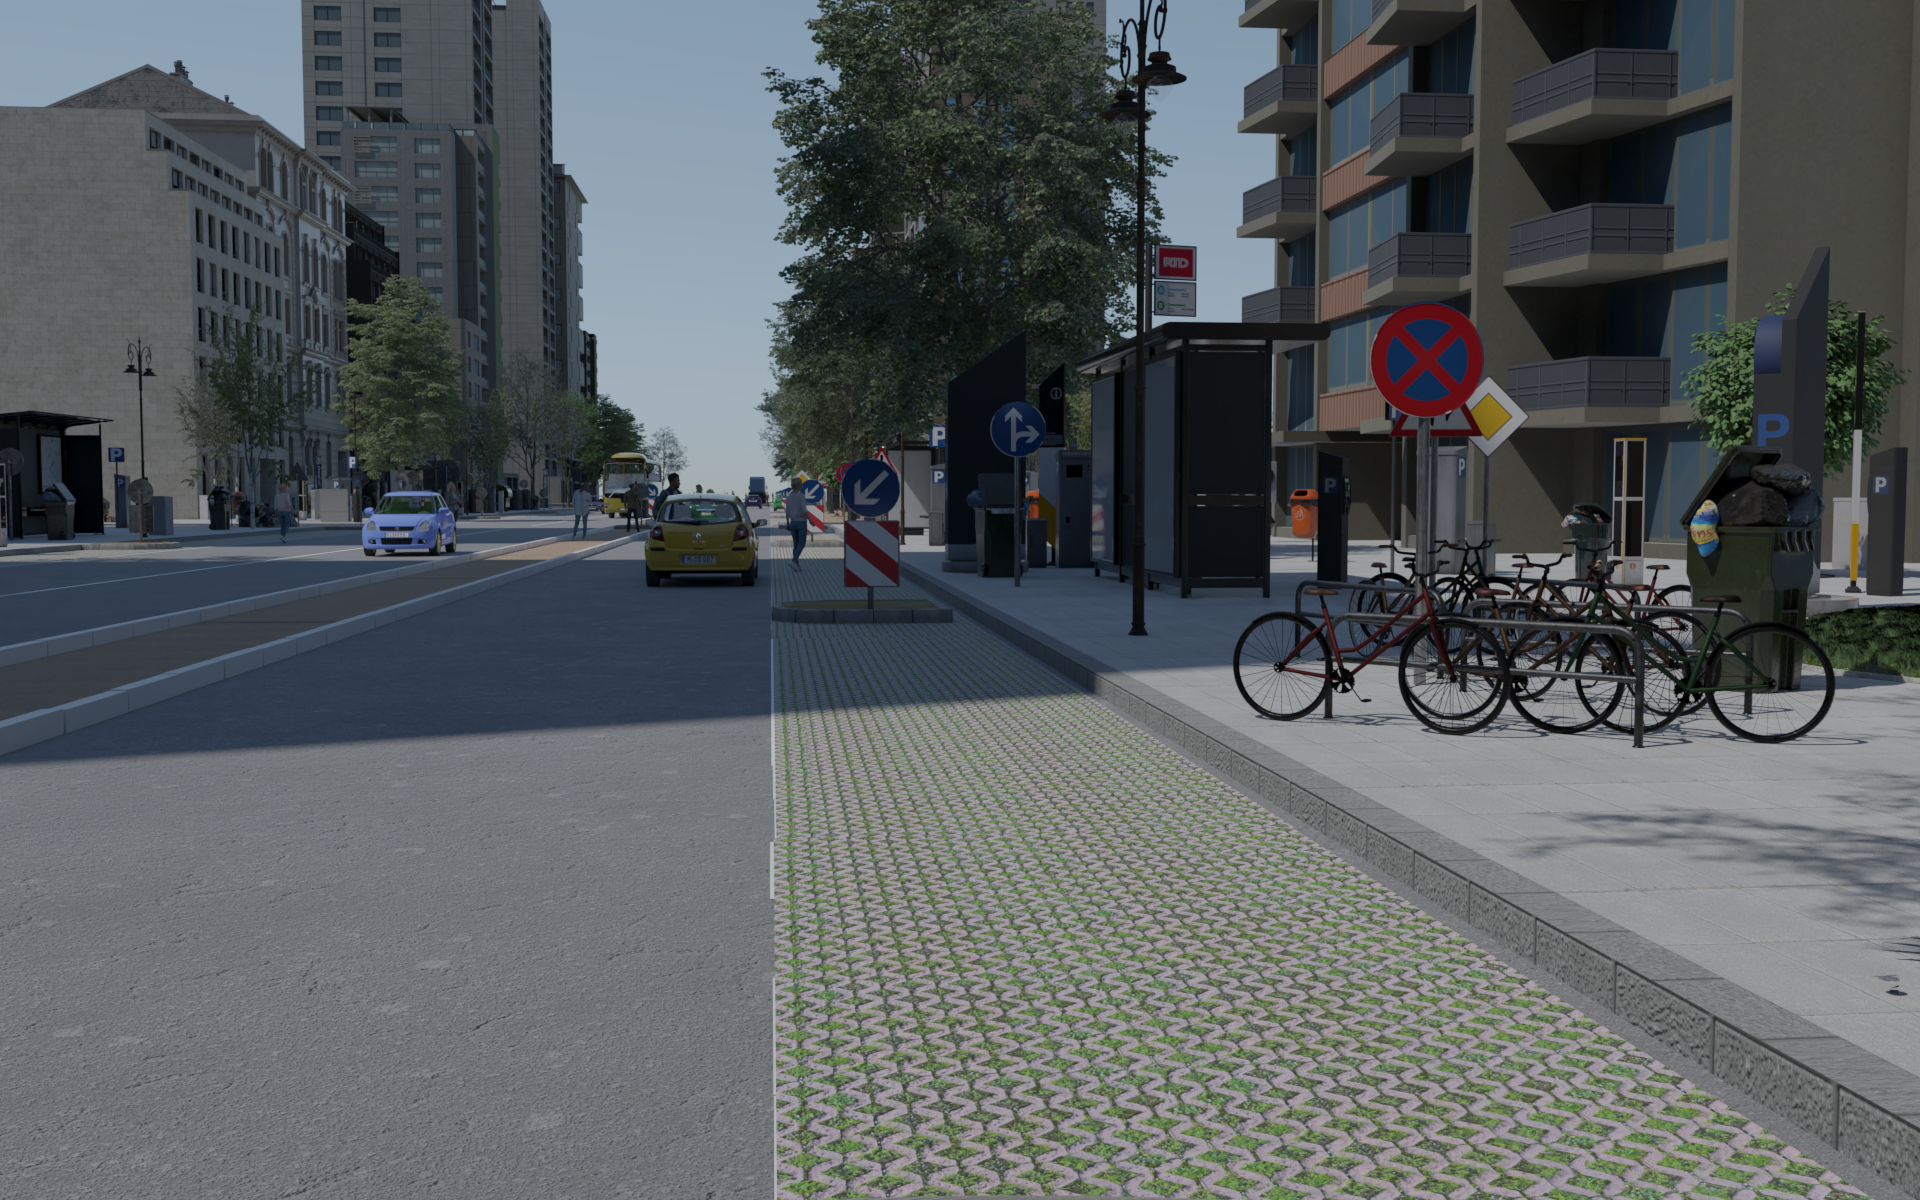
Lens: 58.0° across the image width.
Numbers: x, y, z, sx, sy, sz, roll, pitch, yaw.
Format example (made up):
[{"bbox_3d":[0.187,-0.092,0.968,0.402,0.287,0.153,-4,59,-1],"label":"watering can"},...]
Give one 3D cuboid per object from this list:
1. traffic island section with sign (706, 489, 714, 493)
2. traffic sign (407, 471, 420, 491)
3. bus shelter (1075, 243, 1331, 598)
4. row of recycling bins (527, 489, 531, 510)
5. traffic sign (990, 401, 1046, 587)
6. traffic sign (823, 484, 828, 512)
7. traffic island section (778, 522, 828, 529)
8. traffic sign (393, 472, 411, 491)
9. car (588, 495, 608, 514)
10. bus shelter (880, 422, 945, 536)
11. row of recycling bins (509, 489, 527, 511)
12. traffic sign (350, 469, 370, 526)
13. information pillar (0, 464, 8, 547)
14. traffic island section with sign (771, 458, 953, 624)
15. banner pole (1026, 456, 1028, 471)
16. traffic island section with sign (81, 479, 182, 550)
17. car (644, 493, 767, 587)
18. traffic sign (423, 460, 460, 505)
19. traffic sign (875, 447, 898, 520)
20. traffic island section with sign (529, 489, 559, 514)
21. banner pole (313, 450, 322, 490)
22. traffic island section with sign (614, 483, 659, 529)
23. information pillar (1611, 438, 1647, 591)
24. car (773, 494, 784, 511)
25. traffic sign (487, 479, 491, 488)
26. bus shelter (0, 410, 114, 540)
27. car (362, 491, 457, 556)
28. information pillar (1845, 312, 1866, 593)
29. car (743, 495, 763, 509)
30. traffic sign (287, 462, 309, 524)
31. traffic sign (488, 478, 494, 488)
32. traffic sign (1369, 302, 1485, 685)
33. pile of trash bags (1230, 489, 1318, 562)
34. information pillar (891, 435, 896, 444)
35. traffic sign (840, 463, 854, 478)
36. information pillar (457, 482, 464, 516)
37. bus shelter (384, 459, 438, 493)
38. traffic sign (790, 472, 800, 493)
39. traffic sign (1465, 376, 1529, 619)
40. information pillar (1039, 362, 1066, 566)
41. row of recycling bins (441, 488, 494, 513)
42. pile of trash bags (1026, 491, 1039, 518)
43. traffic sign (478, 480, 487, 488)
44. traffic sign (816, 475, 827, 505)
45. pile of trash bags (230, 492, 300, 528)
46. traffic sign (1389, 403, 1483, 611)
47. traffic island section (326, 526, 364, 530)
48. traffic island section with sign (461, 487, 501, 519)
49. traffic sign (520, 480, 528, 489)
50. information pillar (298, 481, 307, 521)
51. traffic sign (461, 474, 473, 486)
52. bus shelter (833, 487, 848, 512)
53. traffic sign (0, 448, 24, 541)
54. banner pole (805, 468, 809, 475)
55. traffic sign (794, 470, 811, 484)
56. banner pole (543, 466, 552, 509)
[{"bbox_3d":[-22.121,-8.873,153.203,2.006,1.907,1.989,0,4,-6],"label":"traffic island section with sign"},{"bbox_3d":[-30.255,-5.855,95.827,0.768,2.556,0.104,0,4,-2],"label":"traffic sign"},{"bbox_3d":[3.040,-2.924,25.433,2.179,5.291,8.768,0,4,-6],"label":"bus shelter"},{"bbox_3d":[-35.831,-8.059,138.870,1.069,1.692,3.534,2,4,29],"label":"row of recycling bins"},{"bbox_3d":[0.796,-1.455,23.903,0.768,2.556,0.104,0,4,-5],"label":"traffic sign"},{"bbox_3d":[-9.453,-7.519,122.945,0.884,2.594,0.081,0,4,-2],"label":"traffic sign"},{"bbox_3d":[-6.494,-3.018,71.629,2.009,0.180,2.903,0,4,-6],"label":"traffic island section"},{"bbox_3d":[-24.977,-4.523,77.591,0.795,2.450,0.064,0,4,-6],"label":"traffic sign"},{"bbox_3d":[-26.146,-6.824,124.145,1.945,1.354,3.894,0,4,-4],"label":"car"},{"bbox_3d":[-1.244,-3.491,51.007,2.014,3.302,5.546,0,4,-6],"label":"bus shelter"},{"bbox_3d":[-35.879,-7.853,135.512,3.534,1.692,1.069,1,4,20],"label":"row of recycling bins"},{"bbox_3d":[-24.109,-4.037,69.653,0.795,2.450,0.064,0,4,-6],"label":"traffic sign"},{"bbox_3d":[-23.184,-2.275,41.688,0.304,2.012,0.304,0,4,1],"label":"information pillar"},{"bbox_3d":[-1.174,-0.693,19.952,1.989,1.847,2.006,0,4,-6],"label":"traffic island section with sign"},{"bbox_3d":[2.840,-5.586,81.346,0.863,3.779,0.401,-2,4,-23],"label":"banner pole"},{"bbox_3d":[-21.441,-2.225,45.001,1.989,1.847,2.006,0,4,-6],"label":"traffic island section with sign"},{"bbox_3d":[-4.173,-1.107,28.329,2.015,1.641,3.980,0,4,-6],"label":"car"},{"bbox_3d":[-31.068,-6.720,103.750,2.265,3.308,0.079,0,4,3],"label":"traffic sign"},{"bbox_3d":[-2.154,-2.920,47.738,0.884,2.594,0.081,0,4,2],"label":"traffic sign"},{"bbox_3d":[-30.338,-7.199,126.325,1.989,1.847,2.006,0,4,-6],"label":"traffic island section with sign"},{"bbox_3d":[-36.905,-6.694,99.467,0.401,3.779,0.863,1,4,17],"label":"banner pole"},{"bbox_3d":[-13.145,-3.854,71.145,2.006,1.907,1.989,0,4,-6],"label":"traffic island section with sign"},{"bbox_3d":[8.851,-1.127,22.925,0.304,2.012,0.304,0,4,-6],"label":"information pillar"},{"bbox_3d":[-14.552,-8.246,143.614,1.959,1.807,4.718,0,4,-5],"label":"car"},{"bbox_3d":[-33.817,-7.506,123.901,0.795,2.450,0.064,0,4,-3],"label":"traffic sign"},{"bbox_3d":[-27.245,-3.692,51.652,1.731,3.624,6.357,0,4,-6],"label":"bus shelter"},{"bbox_3d":[-13.068,-1.932,41.185,1.945,1.707,3.694,0,4,-8],"label":"car"},{"bbox_3d":[11.673,-1.907,22.532,0.183,3.616,0.504,2,4,26],"label":"information pillar"},{"bbox_3d":[-20.107,-9.514,168.129,1.945,1.354,3.894,0,4,-8],"label":"car"},{"bbox_3d":[-26.511,-4.241,69.342,0.884,2.594,0.081,0,4,-1],"label":"traffic sign"},{"bbox_3d":[-35.544,-8.015,131.148,0.768,2.556,0.104,0,4,3],"label":"traffic sign"},{"bbox_3d":[3.095,-0.702,11.580,0.768,2.556,0.104,0,4,-1],"label":"traffic sign"},{"bbox_3d":[5.557,-1.467,33.732,1.912,1.369,3.447,-3,5,-44],"label":"pile of trash bags"},{"bbox_3d":[-2.461,-4.483,64.653,0.183,3.616,0.504,1,4,16],"label":"information pillar"},{"bbox_3d":[-4.449,-4.277,70.040,0.768,2.556,0.104,0,4,-3],"label":"traffic sign"},{"bbox_3d":[-29.683,-6.017,102.869,0.304,2.012,0.304,0,4,-3],"label":"information pillar"},{"bbox_3d":[-31.760,-6.501,100.221,2.014,3.302,5.546,0,4,-6],"label":"bus shelter"},{"bbox_3d":[-7.385,-4.639,79.488,0.795,2.450,0.064,0,4,-6],"label":"traffic sign"},{"bbox_3d":[5.164,-0.968,17.007,0.795,2.450,0.064,0,4,1],"label":"traffic sign"},{"bbox_3d":[1.656,-2.417,30.879,0.504,3.616,0.183,1,4,22],"label":"information pillar"},{"bbox_3d":[-32.884,-6.639,115.658,3.534,1.692,1.069,-3,4,-38],"label":"row of recycling bins"},{"bbox_3d":[2.948,-2.068,43.563,3.447,1.369,1.912,3,5,43],"label":"pile of trash bags"},{"bbox_3d":[-33.848,-7.381,122.808,0.606,2.300,0.079,0,4,-2],"label":"traffic sign"},{"bbox_3d":[-8.145,-6.276,102.713,0.768,2.556,0.104,0,4,-5],"label":"traffic sign"},{"bbox_3d":[-27.452,-3.543,67.681,3.447,1.369,1.912,2,4,35],"label":"pile of trash bags"},{"bbox_3d":[4.413,-0.986,16.132,0.884,2.594,0.081,0,4,-5],"label":"traffic sign"},{"bbox_3d":[-24.131,-2.901,69.712,2.009,0.180,2.903,0,4,-6],"label":"traffic island section"},{"bbox_3d":[-27.326,-5.519,98.864,1.989,1.847,2.006,0,4,-6],"label":"traffic island section with sign"},{"bbox_3d":[-38.150,-9.263,151.551,0.768,2.556,0.104,0,4,-3],"label":"traffic sign"},{"bbox_3d":[-31.858,-4.854,83.861,0.304,2.012,0.304,0,4,5],"label":"information pillar"},{"bbox_3d":[-30.835,-6.622,108.379,0.768,2.556,0.104,0,4,-2],"label":"traffic sign"},{"bbox_3d":[-9.791,-9.993,141.019,2.179,5.291,8.768,0,4,-6],"label":"bus shelter"},{"bbox_3d":[-26.127,-2.907,47.628,0.768,2.556,0.104,0,4,0],"label":"traffic sign"},{"bbox_3d":[-13.040,-9.667,148.064,0.401,3.779,0.863,-3,4,-39],"label":"banner pole"},{"bbox_3d":[-6.517,-4.153,71.550,0.795,2.450,0.064,0,4,-6],"label":"traffic sign"},{"bbox_3d":[-36.150,-9.886,151.654,0.863,3.779,0.401,-3,5,-40],"label":"banner pole"}]
